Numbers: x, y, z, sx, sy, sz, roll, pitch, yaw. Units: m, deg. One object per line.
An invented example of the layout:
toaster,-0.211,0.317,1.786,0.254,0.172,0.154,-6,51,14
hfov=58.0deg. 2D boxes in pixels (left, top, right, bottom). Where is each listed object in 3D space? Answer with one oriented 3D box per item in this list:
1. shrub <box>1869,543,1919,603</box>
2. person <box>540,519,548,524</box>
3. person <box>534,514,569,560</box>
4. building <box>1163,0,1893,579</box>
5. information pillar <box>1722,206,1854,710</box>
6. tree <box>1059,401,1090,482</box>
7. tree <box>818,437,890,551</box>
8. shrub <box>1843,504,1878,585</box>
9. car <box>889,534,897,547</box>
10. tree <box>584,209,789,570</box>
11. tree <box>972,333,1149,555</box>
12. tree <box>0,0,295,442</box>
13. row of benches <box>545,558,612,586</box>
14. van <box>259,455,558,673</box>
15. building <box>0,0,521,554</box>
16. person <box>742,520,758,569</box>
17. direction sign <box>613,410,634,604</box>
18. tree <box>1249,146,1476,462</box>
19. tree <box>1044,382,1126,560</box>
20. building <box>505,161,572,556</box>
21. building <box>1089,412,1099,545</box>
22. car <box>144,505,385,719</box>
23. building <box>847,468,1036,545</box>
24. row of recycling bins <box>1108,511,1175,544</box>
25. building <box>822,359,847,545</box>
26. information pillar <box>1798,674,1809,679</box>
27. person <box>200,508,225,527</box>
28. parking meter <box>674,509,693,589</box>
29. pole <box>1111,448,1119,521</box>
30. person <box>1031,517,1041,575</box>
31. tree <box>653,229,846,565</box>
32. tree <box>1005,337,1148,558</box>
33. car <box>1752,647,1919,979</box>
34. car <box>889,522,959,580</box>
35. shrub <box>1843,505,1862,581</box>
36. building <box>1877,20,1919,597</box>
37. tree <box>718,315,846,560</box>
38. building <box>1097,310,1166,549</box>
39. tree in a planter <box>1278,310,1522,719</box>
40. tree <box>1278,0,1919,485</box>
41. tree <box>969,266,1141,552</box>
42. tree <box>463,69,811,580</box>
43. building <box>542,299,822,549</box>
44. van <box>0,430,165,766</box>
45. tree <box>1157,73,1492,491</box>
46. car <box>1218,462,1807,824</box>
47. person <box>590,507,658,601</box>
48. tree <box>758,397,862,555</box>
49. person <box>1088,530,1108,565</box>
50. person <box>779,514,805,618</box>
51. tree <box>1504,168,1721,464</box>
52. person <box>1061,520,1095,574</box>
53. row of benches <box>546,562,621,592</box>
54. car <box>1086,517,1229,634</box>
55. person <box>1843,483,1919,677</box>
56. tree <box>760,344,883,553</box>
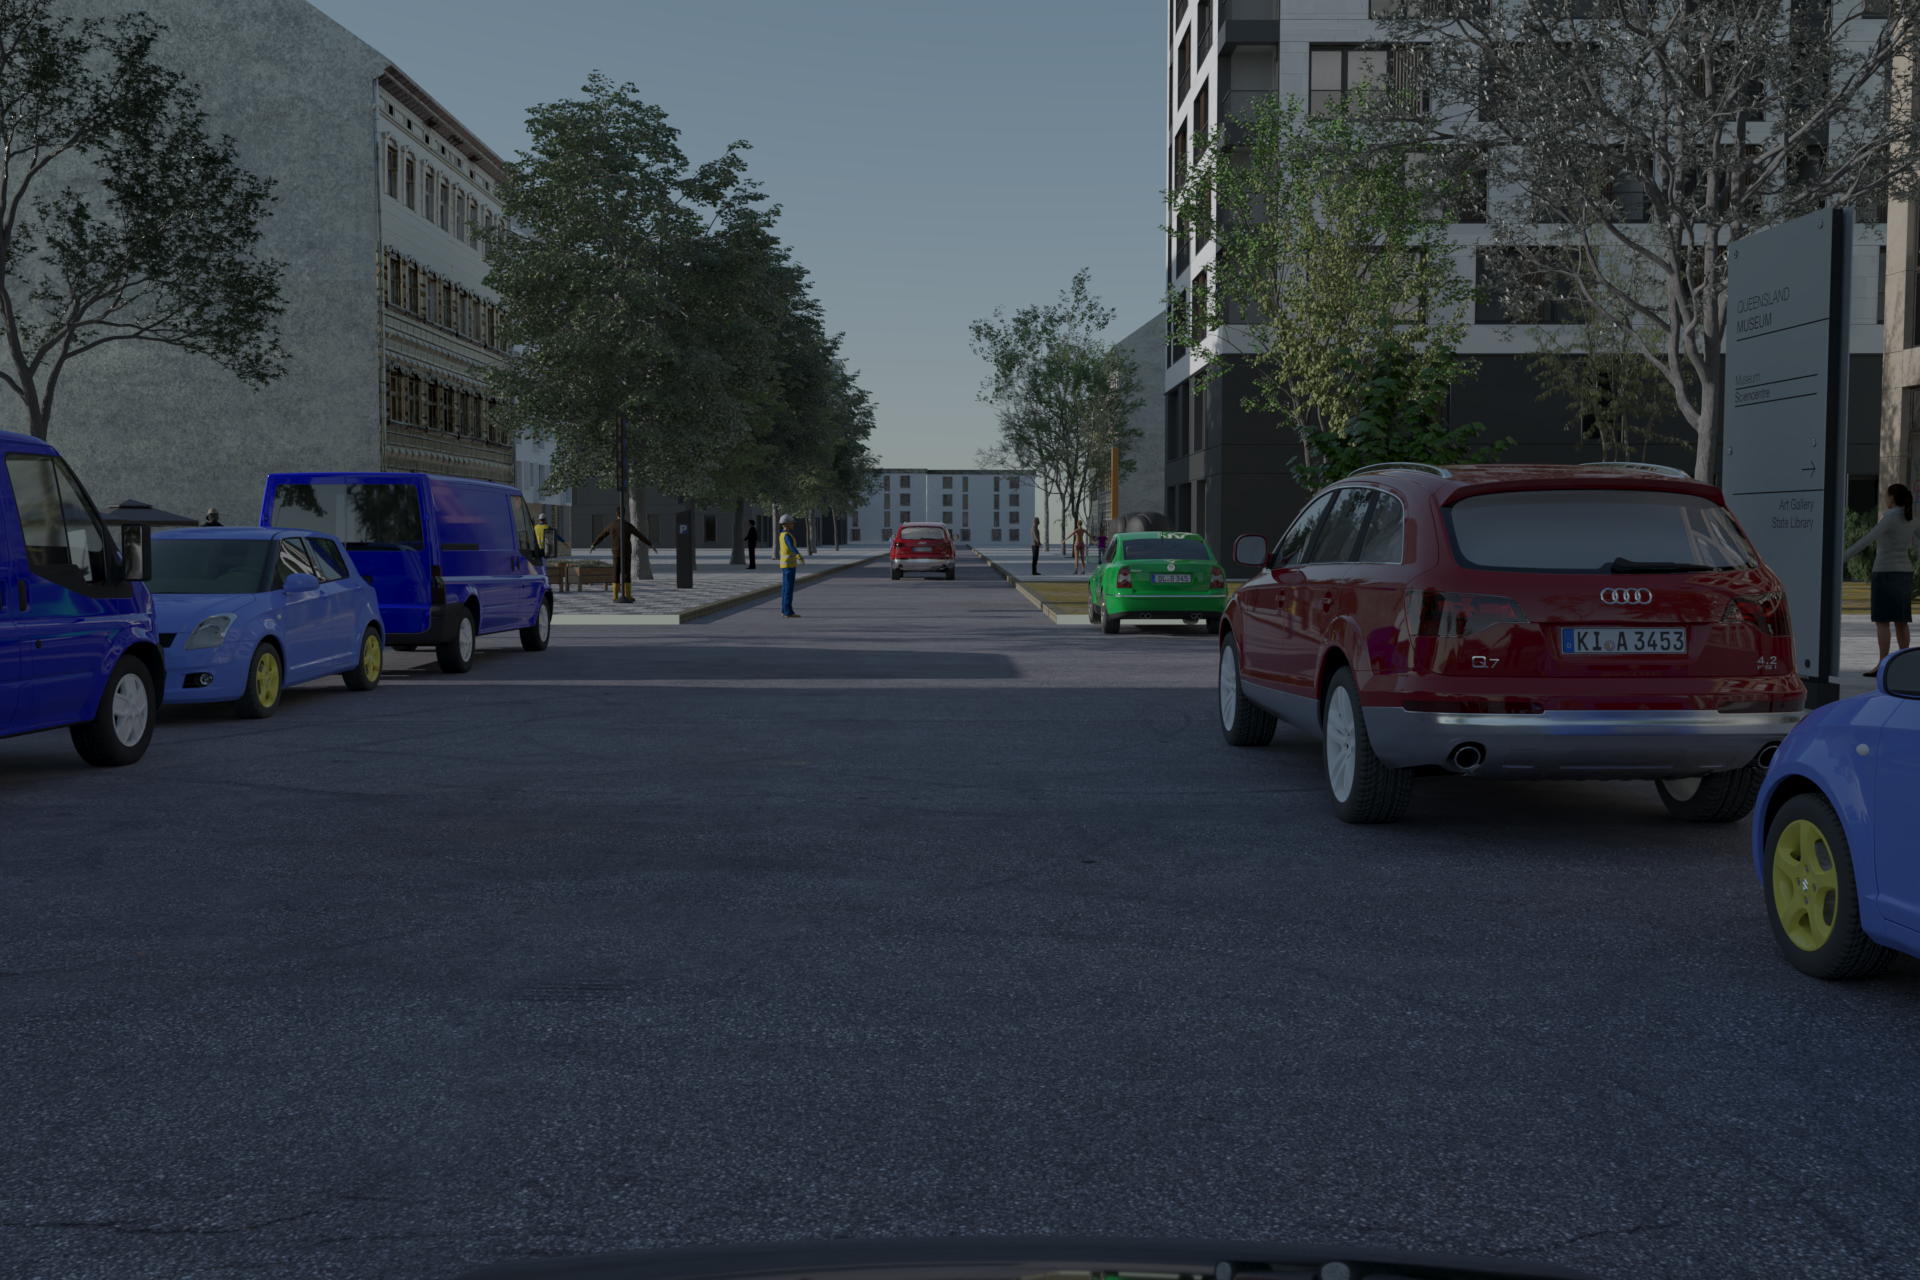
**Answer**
shrub,17.299,-1.273,31.937,1.383,1.207,1.383,0,3,0
person,-13.344,-3.017,55.455,1.347,1.817,0.704,3,4,36
person,-11.237,-2.496,46.778,1.349,1.833,0.705,1,4,10
building,21.406,-13.527,65.144,27.936,21.610,32.646,0,4,0
information pillar,6.297,-1.344,13.288,0.184,3.620,1.656,0,4,0
tree,18.768,-22.442,222.821,12.611,20.169,13.585,0,3,0
tree,-9.436,-12.048,131.398,8.767,10.594,7.601,-2,4,-24
shrub,23.057,-2.389,43.476,1.690,2.028,1.600,0,3,0
car,-3.399,-5.990,107.520,1.945,1.707,3.694,0,3,0
tree,-9.899,-8.768,61.490,7.486,12.596,7.792,0,3,0
tree,6.338,-11.889,104.747,12.009,13.543,11.850,0,3,0
tree,-12.704,-5.463,23.739,7.601,10.594,8.767,1,4,21
row of benches,-10.299,-1.775,44.480,4.104,0.672,1.422,3,5,44
van,-6.012,-0.923,19.471,2.240,2.365,5.245,0,4,0
building,-28.085,-14.279,64.392,19.493,23.208,18.063,0,4,-1
person,-7.599,-3.475,63.008,0.705,1.806,1.347,1,4,13
direction sign,-6.253,-2.450,32.055,0.379,3.537,0.876,0,4,0
tree,7.323,-5.061,33.104,4.737,8.622,4.395,0,3,0
tree,6.174,-8.160,83.782,4.360,8.622,3.978,0,3,0
building,-27.895,-14.241,89.262,16.016,20.090,11.380,0,3,0
building,24.518,-22.248,194.686,19.493,23.208,18.063,0,3,0
car,-6.208,-0.304,14.567,1.945,1.707,3.694,0,4,0
building,-4.296,-16.960,221.896,28.070,9.664,9.099,0,4,-2
row of recycling bins,3.367,-1.574,32.845,1.069,1.692,3.534,0,4,-2
building,-27.790,-21.768,199.888,27.936,21.610,32.646,0,4,-1
information pillar,6.945,-0.615,14.545,0.304,2.012,0.304,0,3,0
person,-16.475,-1.986,38.247,1.354,1.856,0.705,-3,4,-37
parking meter,-6.497,-2.141,40.714,0.399,1.863,0.255,0,4,0
pole,3.667,-2.885,41.014,0.158,3.312,0.155,0,3,0
person,2.389,-2.930,54.026,0.705,1.813,1.348,0,4,0
tree,-9.369,-10.162,72.810,9.857,13.997,8.962,0,3,0
tree,6.200,-10.195,92.441,9.928,11.665,9.643,0,3,0
car,3.568,0.311,4.505,1.945,1.707,3.694,0,4,-1
car,-1.162,-2.870,55.591,2.281,1.827,5.304,0,4,0
shrub,24.196,-2.656,47.463,1.661,2.075,1.752,0,3,0
building,27.761,-13.042,16.444,19.351,26.588,34.151,0,4,0
tree,-9.390,-10.239,85.540,7.486,12.596,7.792,0,3,0
building,21.981,-19.500,149.756,19.493,23.208,18.063,0,4,0
tree in a planter,3.432,-1.016,13.838,1.991,3.239,1.994,0,4,0
tree,9.244,-6.793,21.434,12.009,13.543,11.850,0,3,0
tree,6.634,-16.405,124.111,12.611,20.169,13.585,0,3,0
tree,-8.983,-8.656,48.181,9.857,13.997,8.962,0,3,0
building,-28.598,-19.760,167.058,27.936,21.610,32.646,0,4,0
van,-6.050,-0.280,8.960,2.240,2.365,5.245,0,4,0
tree,8.394,-7.019,40.523,9.928,11.665,9.643,0,3,0
car,2.852,-0.089,10.126,2.281,1.827,5.304,0,4,-1
person,-6.451,-1.648,33.084,1.346,1.812,0.704,1,4,8
tree,-9.307,-10.362,103.839,7.601,10.594,8.767,2,4,25
person,5.241,-3.353,64.089,0.991,1.433,0.599,0,4,-3
person,-2.879,-1.279,29.833,0.721,1.772,1.216,-1,4,-19
tree,12.954,-5.114,33.979,4.360,8.622,3.978,0,3,0
person,3.810,-2.985,55.611,1.217,1.733,0.721,-1,4,-23
row of benches,-9.400,-1.378,37.992,4.104,0.672,1.422,-3,5,-42
car,2.936,-1.068,26.257,1.959,1.807,4.718,0,3,0
person,8.319,-0.534,15.559,1.217,1.735,0.721,-1,4,-19
tree,-9.970,-12.747,115.076,9.857,13.997,8.962,0,3,0
